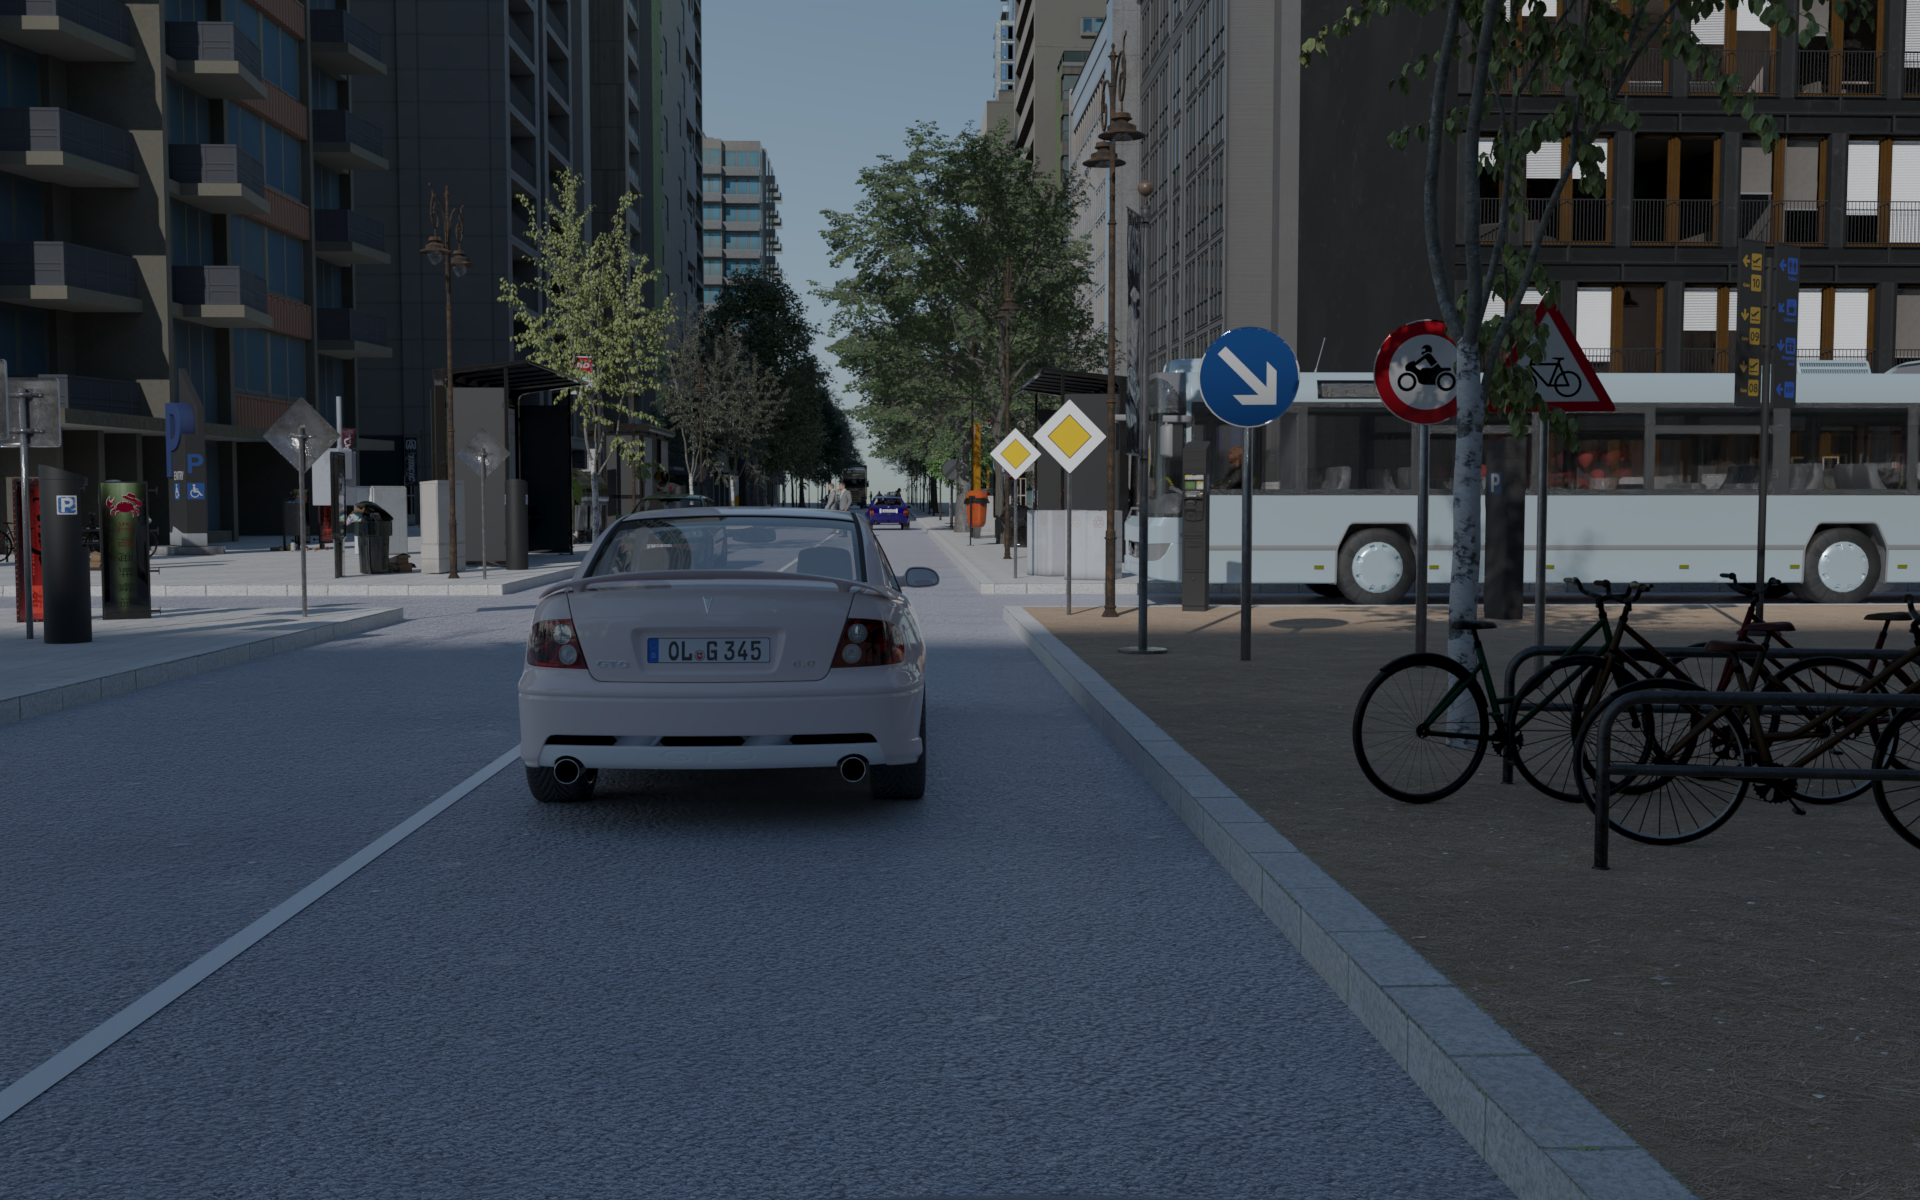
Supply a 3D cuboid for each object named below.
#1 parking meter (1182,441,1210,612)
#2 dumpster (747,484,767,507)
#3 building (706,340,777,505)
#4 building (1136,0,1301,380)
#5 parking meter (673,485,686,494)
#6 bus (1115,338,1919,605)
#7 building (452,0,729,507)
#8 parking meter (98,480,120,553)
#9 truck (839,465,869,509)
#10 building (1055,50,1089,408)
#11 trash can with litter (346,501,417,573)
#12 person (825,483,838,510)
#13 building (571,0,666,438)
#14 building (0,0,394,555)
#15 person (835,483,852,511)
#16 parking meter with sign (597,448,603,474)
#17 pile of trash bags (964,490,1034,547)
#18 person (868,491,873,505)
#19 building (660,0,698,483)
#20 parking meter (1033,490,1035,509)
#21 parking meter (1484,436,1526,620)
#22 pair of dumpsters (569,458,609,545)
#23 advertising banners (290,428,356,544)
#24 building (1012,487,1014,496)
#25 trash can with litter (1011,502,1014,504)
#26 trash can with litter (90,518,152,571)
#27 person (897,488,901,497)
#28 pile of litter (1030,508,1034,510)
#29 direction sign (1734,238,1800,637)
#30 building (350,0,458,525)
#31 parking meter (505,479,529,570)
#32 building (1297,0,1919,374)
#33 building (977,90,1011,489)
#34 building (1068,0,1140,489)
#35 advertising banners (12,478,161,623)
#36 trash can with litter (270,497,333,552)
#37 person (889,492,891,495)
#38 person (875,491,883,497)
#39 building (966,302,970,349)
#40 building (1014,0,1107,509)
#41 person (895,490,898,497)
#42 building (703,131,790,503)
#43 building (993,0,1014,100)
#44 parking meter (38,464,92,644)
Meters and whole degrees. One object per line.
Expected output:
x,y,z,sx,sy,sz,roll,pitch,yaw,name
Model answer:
2.590,-0.813,19.005,0.255,1.863,0.399,1,4,16,parking meter
-11.869,-5.778,100.236,1.264,1.857,1.865,0,4,-2,dumpster
-36.513,-22.089,206.200,27.650,21.520,28.899,0,4,-2,building
15.707,-16.902,69.854,14.314,27.812,24.014,0,4,-2,building
-8.112,-2.551,50.113,0.372,1.533,0.369,0,3,0,parking meter
8.061,-1.728,23.109,13.247,3.499,2.948,0,4,-2,bus
-31.008,-43.599,151.090,20.563,71.187,20.611,0,4,-2,building
-14.934,-1.349,30.469,0.372,1.533,0.369,0,3,0,parking meter
-10.304,-11.023,169.140,2.839,4.237,11.283,0,4,-3,truck
13.198,-21.117,116.970,14.160,30.474,14.107,0,4,-2,building
-9.385,-1.023,28.118,0.624,1.170,1.055,2,4,24,trash can with litter
-4.550,-3.244,61.668,0.853,1.813,0.709,0,4,1,person
-26.311,-25.920,107.387,14.154,41.232,14.086,0,4,-2,building
-29.185,-24.028,47.482,22.147,44.769,28.867,0,4,-2,building
-3.865,-2.978,57.371,0.473,1.802,0.592,-1,4,-20,person
-13.538,-4.075,62.887,1.738,3.016,0.543,-3,5,-42,parking meter with sign
1.535,-1.996,42.389,3.447,1.369,1.912,3,4,36,pile of trash bags
-11.966,-13.678,232.149,0.705,1.823,1.348,-2,4,-23,person
-34.094,-32.921,127.499,28.713,52.752,27.495,0,4,-2,building
3.731,-4.617,83.896,0.372,1.533,0.369,0,3,0,parking meter
5.602,-0.741,17.820,0.255,1.863,0.399,-1,4,-16,parking meter
-10.391,-2.646,45.762,1.574,2.255,4.437,0,4,-2,pair of dumpsters
-16.614,-3.003,45.292,0.090,3.025,2.074,2,4,31,advertising banners
20.518,-28.501,157.878,32.217,40.220,23.993,0,4,-2,building
1.857,-2.957,59.728,1.055,1.170,0.624,2,4,34,trash can with litter
-14.244,-1.092,29.249,0.624,1.170,1.055,1,4,14,trash can with litter
-3.736,-6.054,107.496,0.705,1.823,1.348,0,4,3,person
2.408,-2.508,54.965,1.176,0.858,1.719,-2,4,-34,pile of litter
7.273,-1.447,15.660,0.876,3.537,0.379,-2,4,-32,direction sign
-26.918,-39.218,79.467,20.563,71.187,20.611,0,4,-2,building
-7.503,-1.278,29.307,0.372,1.533,0.369,0,3,0,parking meter
17.137,-12.866,40.043,15.834,23.373,12.332,0,4,-2,building
13.208,-35.545,204.854,21.300,48.544,21.600,0,4,-2,building
12.740,-16.744,91.779,12.078,24.808,19.932,0,4,-2,building
-9.161,-1.291,17.291,2.074,3.025,0.090,-2,4,-28,advertising banners
-14.937,-1.744,39.574,1.678,1.210,2.233,1,4,16,trash can with litter
-9.722,-13.876,236.191,0.721,1.723,1.217,-1,4,-14,person
-7.500,-9.287,161.067,1.217,1.736,0.721,0,4,-1,person
7.429,-29.505,254.109,14.160,30.474,14.107,0,4,-2,building
15.566,-31.251,134.660,21.300,48.544,21.600,0,4,-2,building
-4.603,-7.360,129.663,0.721,1.723,1.217,1,4,19,person
-35.619,-37.661,235.369,23.786,49.044,30.456,0,4,-2,building
13.221,-56.112,230.094,22.319,86.520,31.000,0,4,-2,building
-7.717,-0.400,14.943,0.372,1.533,0.369,0,3,0,parking meter
